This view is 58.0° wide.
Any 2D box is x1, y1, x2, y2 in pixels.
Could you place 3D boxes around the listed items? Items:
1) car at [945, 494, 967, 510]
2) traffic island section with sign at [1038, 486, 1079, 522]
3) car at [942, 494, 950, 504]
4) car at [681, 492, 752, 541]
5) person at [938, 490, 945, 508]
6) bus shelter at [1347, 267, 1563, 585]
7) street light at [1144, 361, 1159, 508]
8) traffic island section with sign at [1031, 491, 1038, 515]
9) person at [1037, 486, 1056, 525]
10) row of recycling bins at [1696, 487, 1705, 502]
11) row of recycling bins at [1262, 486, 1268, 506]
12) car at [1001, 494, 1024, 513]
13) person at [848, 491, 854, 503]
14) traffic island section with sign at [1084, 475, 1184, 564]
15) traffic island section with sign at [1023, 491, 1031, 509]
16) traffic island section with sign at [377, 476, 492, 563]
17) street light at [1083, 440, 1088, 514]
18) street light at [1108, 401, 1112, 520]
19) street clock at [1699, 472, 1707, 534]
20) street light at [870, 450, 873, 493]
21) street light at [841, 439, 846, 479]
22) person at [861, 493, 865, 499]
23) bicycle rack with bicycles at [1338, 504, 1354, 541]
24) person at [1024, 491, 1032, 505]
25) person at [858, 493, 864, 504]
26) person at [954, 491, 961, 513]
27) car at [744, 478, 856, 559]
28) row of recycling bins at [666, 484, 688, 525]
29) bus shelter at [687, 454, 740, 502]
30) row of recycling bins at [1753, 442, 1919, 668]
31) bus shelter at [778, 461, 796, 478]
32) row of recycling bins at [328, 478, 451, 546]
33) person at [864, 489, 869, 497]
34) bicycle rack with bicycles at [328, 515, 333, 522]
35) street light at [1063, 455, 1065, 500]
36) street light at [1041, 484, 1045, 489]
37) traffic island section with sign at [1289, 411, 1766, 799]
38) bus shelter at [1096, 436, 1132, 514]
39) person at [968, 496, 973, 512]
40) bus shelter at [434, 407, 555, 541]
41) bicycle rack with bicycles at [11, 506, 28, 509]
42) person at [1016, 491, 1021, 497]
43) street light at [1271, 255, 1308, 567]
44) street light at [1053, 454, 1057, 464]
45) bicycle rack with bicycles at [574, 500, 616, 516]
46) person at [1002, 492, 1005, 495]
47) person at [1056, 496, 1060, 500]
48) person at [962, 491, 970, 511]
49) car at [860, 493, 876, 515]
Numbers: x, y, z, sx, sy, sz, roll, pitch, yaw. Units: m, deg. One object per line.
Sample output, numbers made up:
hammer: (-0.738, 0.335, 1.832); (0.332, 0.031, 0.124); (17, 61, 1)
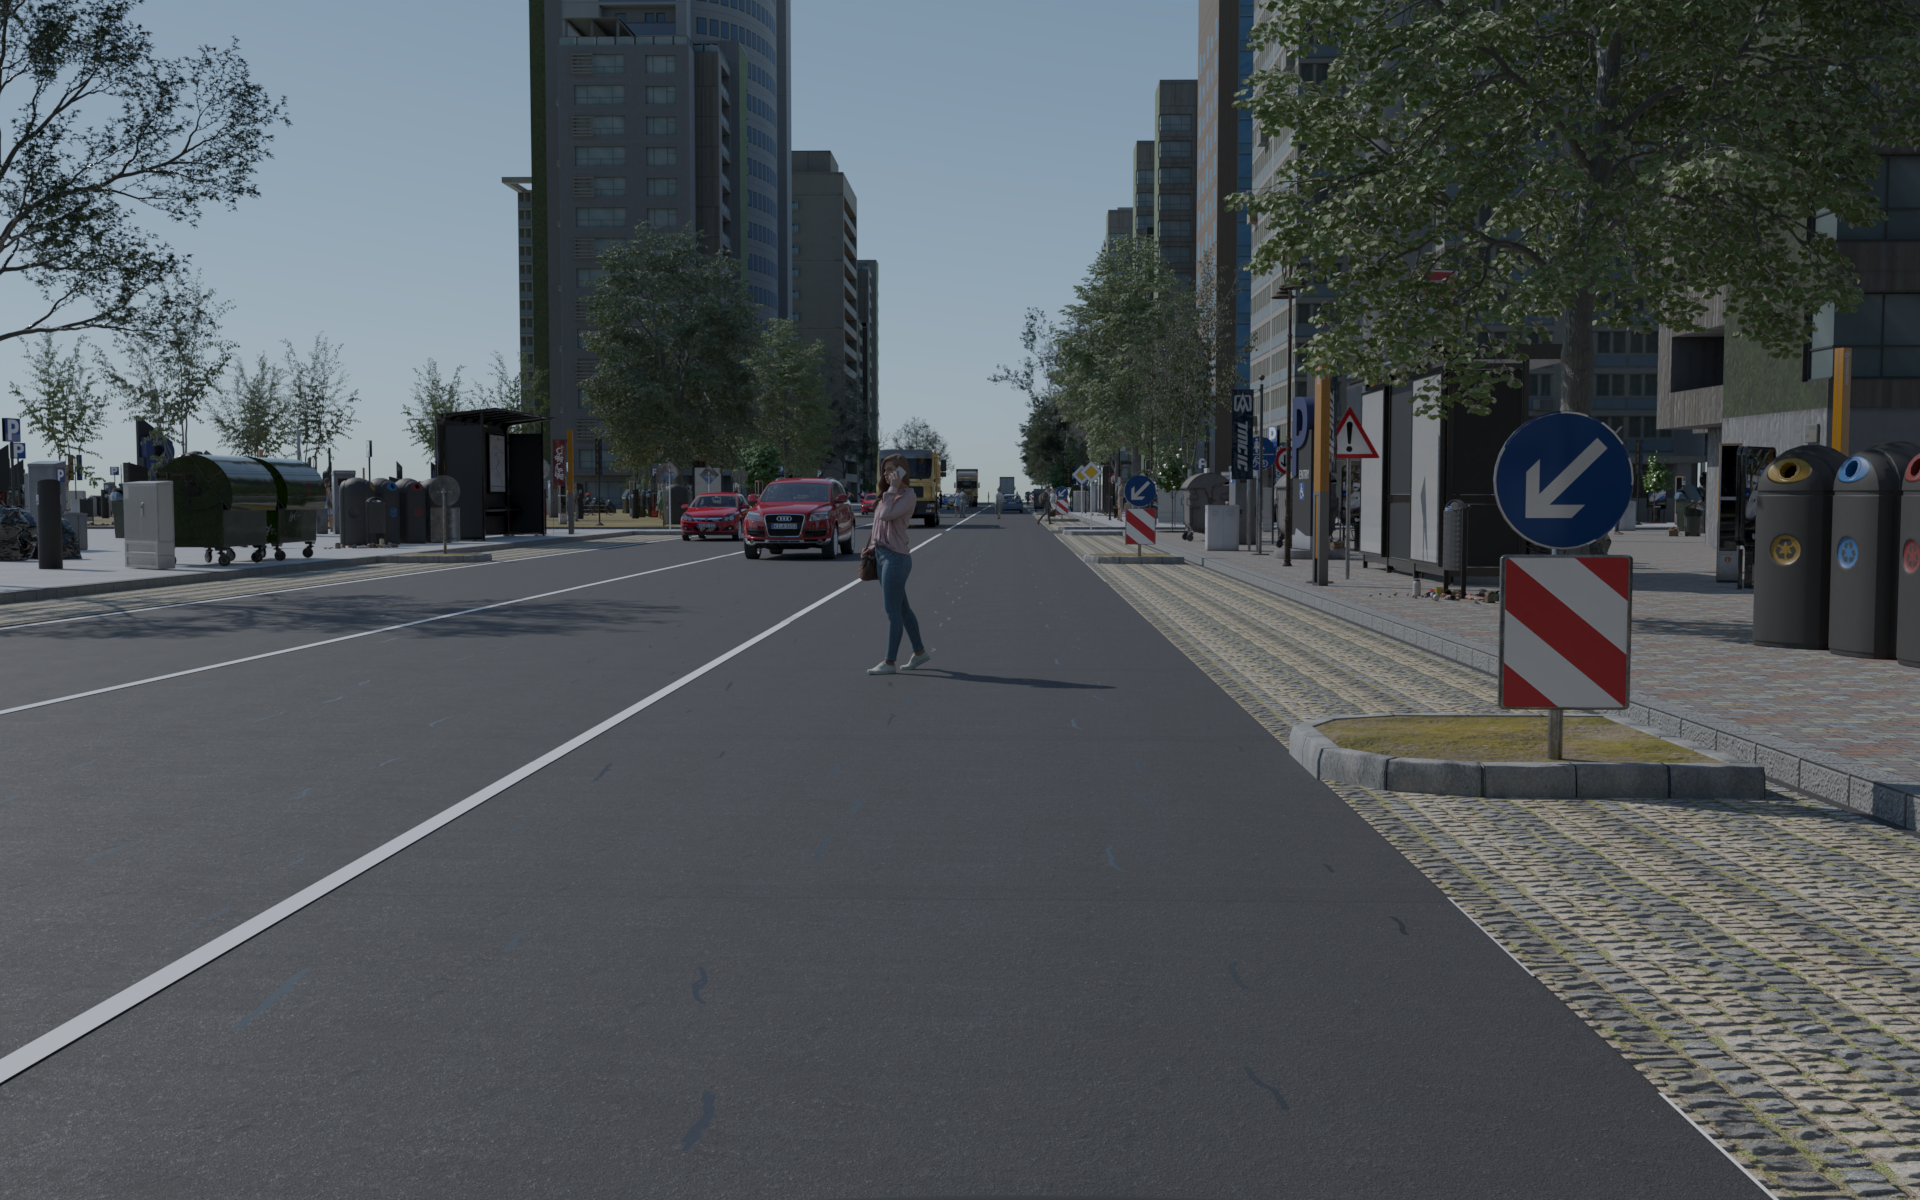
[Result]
car: (-0.343, -9.200, 160.646); (2.015, 1.641, 3.980); (0, 4, 0)
traffic island section with sign: (5.170, -4.971, 89.905); (1.989, 1.847, 2.006); (0, 4, 2)
car: (-1.714, -14.258, 242.709); (1.945, 1.707, 3.694); (0, 4, 3)
car: (-7.594, -2.777, 54.452); (2.155, 1.783, 4.494); (0, 4, 2)
person: (-1.878, -10.046, 172.693); (0.705, 1.831, 1.348); (-2, 4, -28)
bus shelter: (7.746, -3.109, 28.462); (2.179, 5.291, 8.768); (0, 4, 2)
street light: (6.669, -5.348, 60.221); (0.468, 5.910, 1.993); (0, 4, 2)
traffic island section with sign: (5.985, -6.684, 117.915); (1.989, 1.847, 2.006); (0, 4, 2)
person: (4.033, -4.432, 80.923); (0.822, 1.834, 0.622); (1, 4, 17)
row of recycling bins: (43.209, -5.699, 100.292); (3.534, 1.692, 1.069); (3, 4, 36)
row of recycling bins: (14.968, -5.174, 91.704); (1.069, 1.692, 3.534); (-3, 5, -43)
car: (3.916, -7.328, 131.817); (2.014, 1.417, 4.499); (0, 4, 2)
person: (-14.076, -13.082, 220.645); (1.217, 1.736, 0.721); (-1, 4, -14)
traffic island section with sign: (3.597, -1.684, 36.158); (1.989, 1.847, 2.006); (0, 4, 2)
traffic island section with sign: (8.245, -11.447, 195.792); (1.989, 1.847, 2.006); (0, 4, 2)
traffic island section with sign: (-11.019, -1.710, 36.592); (1.989, 1.847, 2.006); (0, 4, 2)
street light: (8.282, -8.636, 113.990); (0.468, 5.910, 1.993); (0, 4, 2)
street light: (7.328, -6.833, 84.502); (0.468, 5.910, 1.993); (0, 4, 2)
street clock: (24.233, -3.162, 56.276); (0.358, 2.002, 0.471); (0, 4, -8)
street light: (-9.006, -12.409, 175.679); (0.468, 5.910, 1.993); (0, 4, 2)
street light: (-9.839, -10.616, 146.359); (0.468, 5.910, 1.993); (0, 4, 2)
person: (-11.770, -12.512, 211.557); (0.756, 1.711, 0.436); (-1, 4, -21)
bicycle rack with bicycles: (11.303, -1.993, 45.961); (2.852, 0.926, 2.925); (-3, 5, -40)
person: (9.150, -13.705, 232.657); (1.350, 1.814, 0.705); (3, 4, 38)
person: (-10.295, -10.456, 180.229); (0.697, 1.427, 0.421); (1, 4, 12)
person: (-0.166, -7.464, 130.711); (0.709, 1.800, 0.728); (-2, 4, -23)
car: (-3.634, -1.909, 39.892); (2.281, 1.827, 5.304); (0, 4, 3)
row of recycling bins: (-12.179, -4.108, 74.271); (1.069, 1.692, 3.534); (0, 4, -7)
bus shelter: (-12.803, -5.915, 90.640); (2.014, 3.302, 5.546); (0, 4, 2)
row of recycling bins: (7.369, -0.377, 13.277); (1.069, 1.692, 3.534); (0, 4, -7)
bus shelter: (-12.725, -8.053, 122.951); (1.731, 3.624, 6.357); (0, 4, 2)
row of recycling bins: (-14.496, -2.284, 44.460); (1.069, 1.692, 3.534); (2, 4, 26)
person: (-9.151, -9.999, 170.187); (0.551, 1.740, 0.621); (-3, 4, -37)
bicycle rack with bicycles: (-26.385, -3.739, 74.516); (2.925, 0.926, 2.852); (-2, 4, -24)
street light: (9.510, -11.405, 159.259); (0.468, 5.910, 1.993); (0, 4, 2)
street light: (12.898, -18.399, 273.609); (0.468, 5.910, 1.993); (0, 4, 2)
traffic island section with sign: (2.800, -0.026, 9.058); (1.989, 1.847, 2.006); (0, 4, 2)
bus shelter: (10.038, -8.360, 114.310); (2.179, 5.291, 8.768); (0, 4, 1)
person: (0.842, -7.689, 138.888); (0.362, 1.253, 0.373); (-1, 4, -22)
bus shelter: (-13.350, -3.597, 50.098); (1.731, 3.624, 6.357); (0, 4, 2)
bicycle rack with bicycles: (-42.852, -3.856, 76.434); (2.925, 0.926, 2.852); (-1, 4, -13)
person: (8.879, -15.920, 268.421); (1.348, 1.869, 0.705); (3, 4, 38)
street light: (5.811, -3.534, 30.567); (0.468, 5.910, 1.993); (0, 4, 2)
street light: (10.296, -13.208, 188.744); (0.468, 5.910, 1.993); (0, 4, 2)
bicycle rack with bicycles: (-22.406, -5.506, 103.411); (2.925, 0.926, 2.852); (1, 4, 17)
person: (5.413, -12.514, 214.578); (0.415, 1.643, 0.593); (3, 5, 43)
person: (11.111, -11.641, 196.371); (1.348, 1.824, 0.705); (-1, 4, -9)
person: (0.359, -8.571, 149.346); (1.217, 1.736, 0.721); (-2, 4, -26)
car: (-5.818, -6.788, 120.028); (2.155, 1.783, 4.494); (0, 4, 2)
